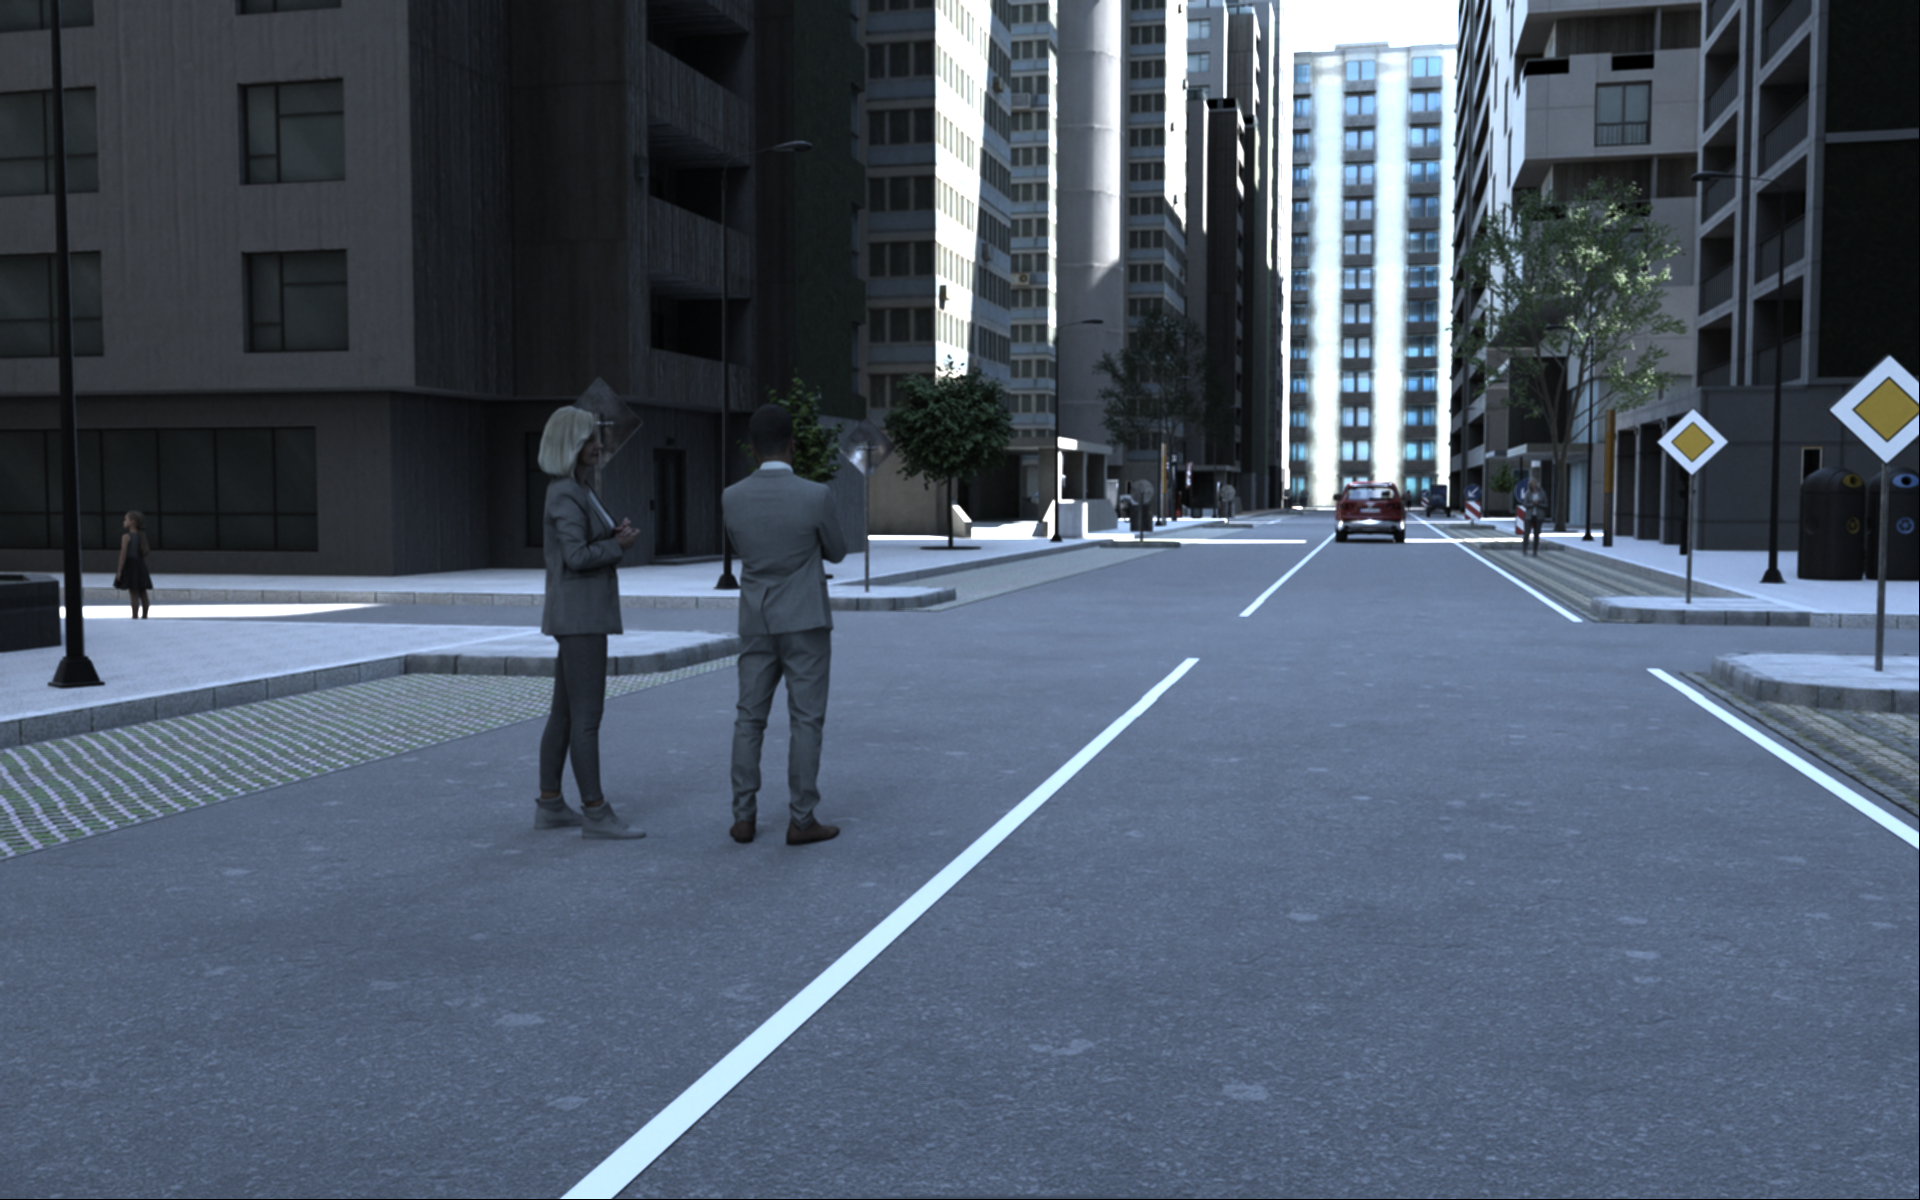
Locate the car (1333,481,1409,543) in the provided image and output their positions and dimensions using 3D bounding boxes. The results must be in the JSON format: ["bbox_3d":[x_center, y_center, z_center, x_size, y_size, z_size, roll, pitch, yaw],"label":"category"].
[{"bbox_3d":[12.539,-2.704,52.890,2.281,1.827,5.304,1,4,14],"label":"car"}]

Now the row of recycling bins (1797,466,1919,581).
[{"bbox_3d":[14.401,-1.140,25.756,3.534,1.692,1.069,1,4,13],"label":"row of recycling bins"}]

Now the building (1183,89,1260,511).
[{"bbox_3d":[14.420,-21.787,127.915,14.160,30.474,14.107,1,4,14],"label":"building"}]

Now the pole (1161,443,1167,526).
[{"bbox_3d":[8.229,-4.647,69.827,0.158,3.312,0.155,0,3,0],"label":"pole"}]

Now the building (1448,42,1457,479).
[{"bbox_3d":[54.113,-30.270,149.540,22.147,44.769,28.867,1,4,14],"label":"building"}]

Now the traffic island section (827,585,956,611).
[{"bbox_3d":[-1.241,-0.026,22.703,2.009,0.180,2.903,1,4,14],"label":"traffic island section"}]

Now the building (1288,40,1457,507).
[{"bbox_3d":[42.823,-34.661,186.311,30.456,49.044,23.786,1,4,14],"label":"building"}]

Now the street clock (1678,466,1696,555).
[{"bbox_3d":[15.308,-1.953,36.495,0.358,2.002,0.471,1,4,12],"label":"street clock"}]

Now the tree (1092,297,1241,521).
[{"bbox_3d":[9.891,-9.048,82.349,7.601,10.594,8.767,1,4,19],"label":"tree"}]

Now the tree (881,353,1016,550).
[{"bbox_3d":[-0.221,-3.477,40.564,4.285,4.588,4.351,0,3,0],"label":"tree"}]

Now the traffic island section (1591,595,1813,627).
[{"bbox_3d":[8.566,0.119,20.328,2.009,0.180,2.903,1,4,14],"label":"traffic island section"}]

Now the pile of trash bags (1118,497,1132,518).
[{"bbox_3d":[8.300,-5.131,93.645,1.912,1.369,3.447,1,4,22],"label":"pile of trash bags"}]

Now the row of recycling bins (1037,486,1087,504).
[{"bbox_3d":[5.465,-4.769,85.085,3.534,1.692,1.069,1,4,21],"label":"row of recycling bins"}]

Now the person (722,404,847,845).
[{"bbox_3d":[-0.726,0.089,7.229,0.511,1.800,0.466,0,4,3],"label":"person"}]

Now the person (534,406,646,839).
[{"bbox_3d":[-1.564,0.079,7.394,0.526,1.800,0.537,0,4,3],"label":"person"}]

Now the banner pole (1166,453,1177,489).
[{"bbox_3d":[11.112,-6.226,91.812,0.863,3.779,0.401,1,4,16],"label":"banner pole"}]

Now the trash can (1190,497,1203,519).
[{"bbox_3d":[12.333,-4.809,90.281,0.748,1.137,0.748,0,3,0],"label":"trash can"}]

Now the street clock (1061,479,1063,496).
[{"bbox_3d":[4.646,-4.695,81.331,0.358,2.002,0.471,2,4,24],"label":"street clock"}]

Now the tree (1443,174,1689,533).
[{"bbox_3d":[20.094,-8.074,57.768,9.928,11.665,9.643,0,3,0],"label":"tree"}]

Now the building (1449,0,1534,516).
[{"bbox_3d":[47.174,-30.662,125.018,21.300,48.544,21.600,1,4,14],"label":"building"}]

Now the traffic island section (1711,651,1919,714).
[{"bbox_3d":[6.684,0.594,12.568,2.009,0.180,2.903,1,4,14],"label":"traffic island section"}]

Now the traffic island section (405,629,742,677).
[{"bbox_3d":[-3.123,0.449,14.942,2.009,0.180,2.903,1,4,14],"label":"traffic island section"}]

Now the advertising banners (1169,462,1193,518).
[{"bbox_3d":[11.924,-6.019,94.595,0.090,3.025,2.074,-3,5,-43],"label":"advertising banners"}]

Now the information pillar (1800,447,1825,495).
[{"bbox_3d":[13.325,-1.384,27.118,0.304,2.012,0.304,2,4,31],"label":"information pillar"}]

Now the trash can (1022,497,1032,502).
[{"bbox_3d":[3.026,-4.274,81.526,0.748,1.137,0.748,0,3,0],"label":"trash can"}]

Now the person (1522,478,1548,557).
[{"bbox_3d":[12.961,-1.856,39.022,0.537,1.800,0.526,1,4,21],"label":"person"}]

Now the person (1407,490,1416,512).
[{"bbox_3d":[35.693,-7.843,137.517,0.721,1.735,1.217,-2,4,-31],"label":"person"}]

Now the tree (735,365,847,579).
[{"bbox_3d":[-2.571,-1.932,26.184,1.663,3.219,1.824,0,3,0],"label":"tree"}]

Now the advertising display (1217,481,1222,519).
[{"bbox_3d":[13.293,-5.108,88.729,0.123,1.923,0.974,0,4,2],"label":"advertising display"}]

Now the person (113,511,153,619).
[{"bbox_3d":[-8.781,-0.317,18.359,0.373,1.253,0.362,1,4,17],"label":"person"}]

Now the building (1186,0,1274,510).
[{"bbox_3d":[17.847,-27.990,141.235,14.154,41.232,14.086,1,4,14],"label":"building"}]

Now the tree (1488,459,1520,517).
[{"bbox_3d":[29.967,-6.165,95.405,1.663,3.219,1.824,0,3,0],"label":"tree"}]

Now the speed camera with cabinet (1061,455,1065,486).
[{"bbox_3d":[5.837,-5.697,87.489,2.038,3.252,0.660,1,4,18],"label":"speed camera with cabinet"}]

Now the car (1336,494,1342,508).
[{"bbox_3d":[33.847,-8.703,151.335,2.155,1.783,4.494,1,4,14],"label":"car"}]

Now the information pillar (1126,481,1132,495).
[{"bbox_3d":[9.516,-5.693,97.570,0.304,2.012,0.304,0,4,4],"label":"information pillar"}]

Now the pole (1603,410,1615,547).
[{"bbox_3d":[15.776,-2.951,42.093,0.158,3.312,0.155,0,3,0],"label":"pole"}]
